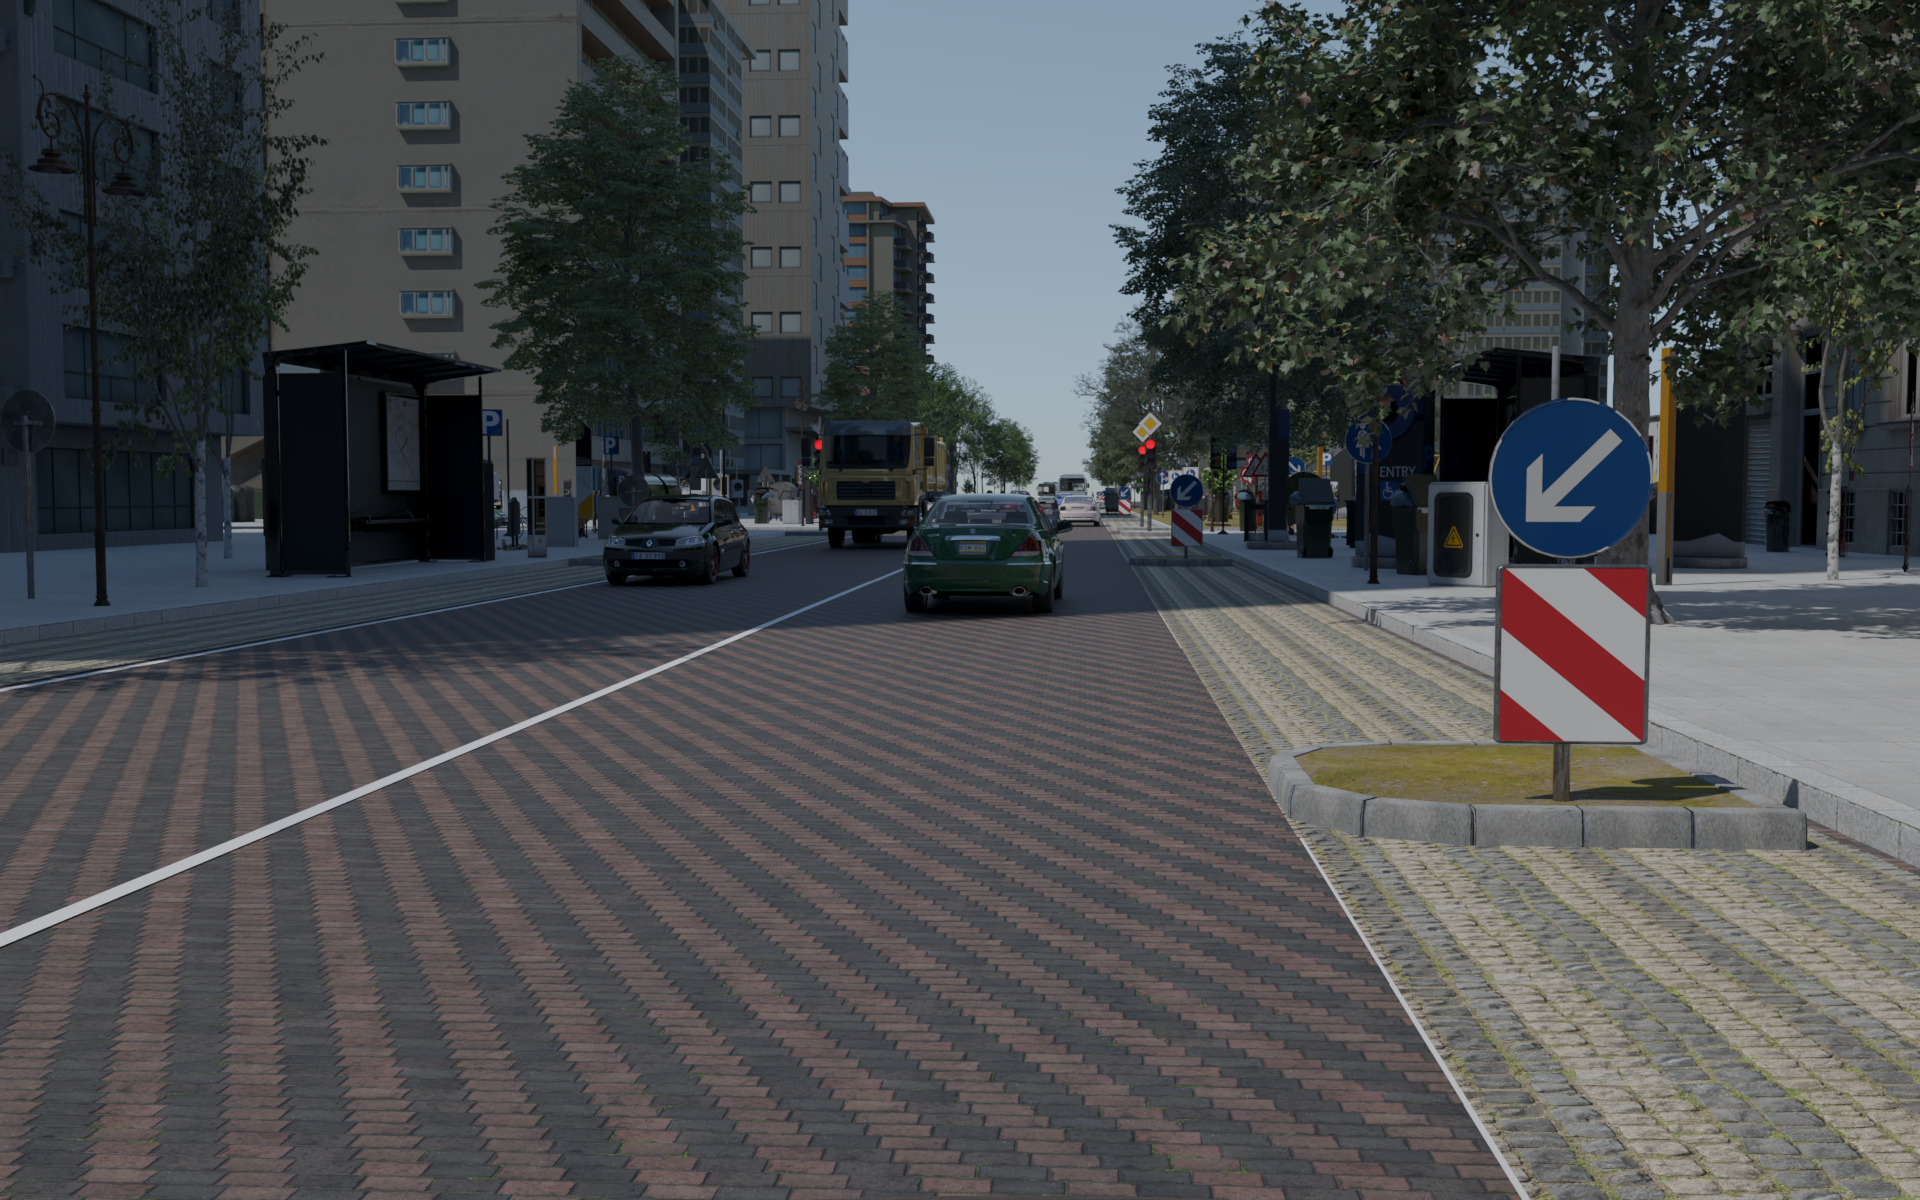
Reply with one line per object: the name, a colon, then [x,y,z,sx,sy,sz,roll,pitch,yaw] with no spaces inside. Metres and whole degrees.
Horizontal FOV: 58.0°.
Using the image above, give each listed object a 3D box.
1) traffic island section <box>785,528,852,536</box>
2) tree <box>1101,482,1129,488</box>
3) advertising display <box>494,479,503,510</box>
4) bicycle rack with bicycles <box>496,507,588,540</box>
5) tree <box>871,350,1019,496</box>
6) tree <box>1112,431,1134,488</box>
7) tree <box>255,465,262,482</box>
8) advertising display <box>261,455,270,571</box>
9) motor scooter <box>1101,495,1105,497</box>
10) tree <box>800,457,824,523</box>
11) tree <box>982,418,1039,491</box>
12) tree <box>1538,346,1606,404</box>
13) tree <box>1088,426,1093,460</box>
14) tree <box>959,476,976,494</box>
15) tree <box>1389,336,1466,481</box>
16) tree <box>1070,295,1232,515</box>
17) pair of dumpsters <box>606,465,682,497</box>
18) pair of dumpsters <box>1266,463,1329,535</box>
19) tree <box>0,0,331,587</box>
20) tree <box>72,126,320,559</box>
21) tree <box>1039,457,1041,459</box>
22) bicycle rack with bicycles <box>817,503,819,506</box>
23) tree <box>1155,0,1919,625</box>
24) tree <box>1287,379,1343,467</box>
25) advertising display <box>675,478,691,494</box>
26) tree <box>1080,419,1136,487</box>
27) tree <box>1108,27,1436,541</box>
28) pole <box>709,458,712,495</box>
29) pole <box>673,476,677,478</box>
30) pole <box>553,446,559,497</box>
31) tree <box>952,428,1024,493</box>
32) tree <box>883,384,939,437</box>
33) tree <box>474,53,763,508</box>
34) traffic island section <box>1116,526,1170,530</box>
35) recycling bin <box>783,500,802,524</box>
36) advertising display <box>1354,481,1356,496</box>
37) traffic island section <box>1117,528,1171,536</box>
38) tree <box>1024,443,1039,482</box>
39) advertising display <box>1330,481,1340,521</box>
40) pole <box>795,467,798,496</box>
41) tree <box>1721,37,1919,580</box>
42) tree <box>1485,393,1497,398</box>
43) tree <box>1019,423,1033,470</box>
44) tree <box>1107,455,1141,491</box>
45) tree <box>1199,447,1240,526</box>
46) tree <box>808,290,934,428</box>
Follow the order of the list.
traffic island section: [-4.872,-2.331,60.396,2.009,0.180,2.903,0,4,4]
tree: [26.453,-22.739,289.905,7.486,12.596,7.792,0,3,0]
advertising display: [-20.710,-4.371,76.675,0.974,1.923,0.123,1,4,16]
bicycle rack with bicycles: [-11.648,-2.187,49.134,2.852,0.926,2.925,2,4,26]
tree: [-2.828,-12.203,125.272,9.928,11.665,9.643,0,3,0]
tree: [17.405,-13.949,178.432,4.737,8.622,4.395,0,3,0]
tree: [-21.129,-3.648,54.245,1.663,3.219,1.824,0,3,0]
advertising display: [-11.723,-1.476,29.351,0.123,1.923,0.974,-1,4,-19]
motor scooter: [21.838,-15.361,263.923,0.815,1.314,1.986,0,4,3]
tree: [-5.914,-5.019,76.668,1.663,3.219,1.824,0,3,0]
tree: [7.015,-20.691,256.431,7.486,12.596,7.792,0,3,0]
tree: [29.449,-8.267,85.520,4.737,8.622,4.395,0,3,0]
tree: [14.293,-13.332,124.627,9.857,13.997,8.962,0,3,0]
tree: [0.696,-10.905,172.905,1.663,3.219,1.824,0,3,0]
tree: [19.799,-7.717,76.527,4.360,8.622,3.978,0,3,0]
tree: [11.977,-12.010,106.737,12.009,13.543,11.850,0,3,0]
pair of dumpsters: [-10.304,-3.302,56.483,1.574,2.255,4.437,0,4,4]
pair of dumpsters: [10.864,-3.263,55.851,1.574,2.255,4.437,0,4,4]
tree: [-10.696,-4.486,23.708,4.360,8.622,3.978,0,3,0]
tree: [-14.761,-5.125,34.153,4.737,8.622,4.395,0,3,0]
tree: [10.294,-23.512,302.543,7.486,12.596,7.792,0,3,0]
bicycle rack with bicycles: [-9.161,-6.819,124.866,2.925,0.926,2.852,0,4,0]
tree: [6.768,-6.114,16.972,9.611,12.733,9.660,0,3,0]
tree: [21.079,-9.541,106.361,4.737,8.622,4.395,0,3,0]
advertising display: [-11.551,-4.042,71.303,0.974,1.923,0.123,0,4,7]
tree: [19.741,-17.922,210.031,9.611,12.733,9.660,0,3,0]
tree: [8.653,-8.559,46.602,9.857,13.997,8.962,0,3,0]
pole: [-14.097,-6.364,97.897,0.158,3.312,0.155,0,3,0]
pole: [-14.994,-5.952,91.158,0.158,3.312,0.155,0,3,0]
pole: [-17.157,-4.877,73.574,0.158,3.312,0.155,0,3,0]
tree: [2.386,-16.455,203.446,7.601,10.594,8.767,-1,4,-13]
tree: [-3.274,-9.886,112.005,4.737,8.622,4.395,0,3,0]
tree: [-8.934,-7.790,45.487,7.486,12.596,7.792,0,3,0]
traffic island section: [7.117,-2.767,67.529,2.009,0.180,2.903,0,4,4]
recycling bin: [-7.156,-3.755,73.954,0.722,1.027,0.722,0,4,5]
advertising display: [20.391,-5.038,87.588,0.974,1.923,0.123,-1,4,-11]
traffic island section: [6.539,-2.280,59.565,2.009,0.180,2.903,0,4,4]
tree: [9.408,-21.467,285.402,7.601,10.594,8.767,1,4,17]
advertising display: [18.014,-4.832,84.214,0.123,1.923,0.974,-3,5,-41]
pole: [-12.283,-8.323,129.925,0.158,3.312,0.155,0,3,0]
tree: [13.255,-4.598,25.542,4.737,8.622,4.395,0,3,0]
tree: [37.152,-10.442,121.086,4.737,8.622,4.395,0,3,0]
tree: [-0.555,-13.845,152.124,9.928,11.665,9.643,0,3,0]
tree: [21.357,-16.896,226.616,4.360,8.622,3.978,0,3,0]
tree: [10.843,-4.749,72.252,1.663,3.219,1.824,0,3,0]
tree: [-4.838,-10.929,96.811,7.486,12.596,7.792,0,3,0]
